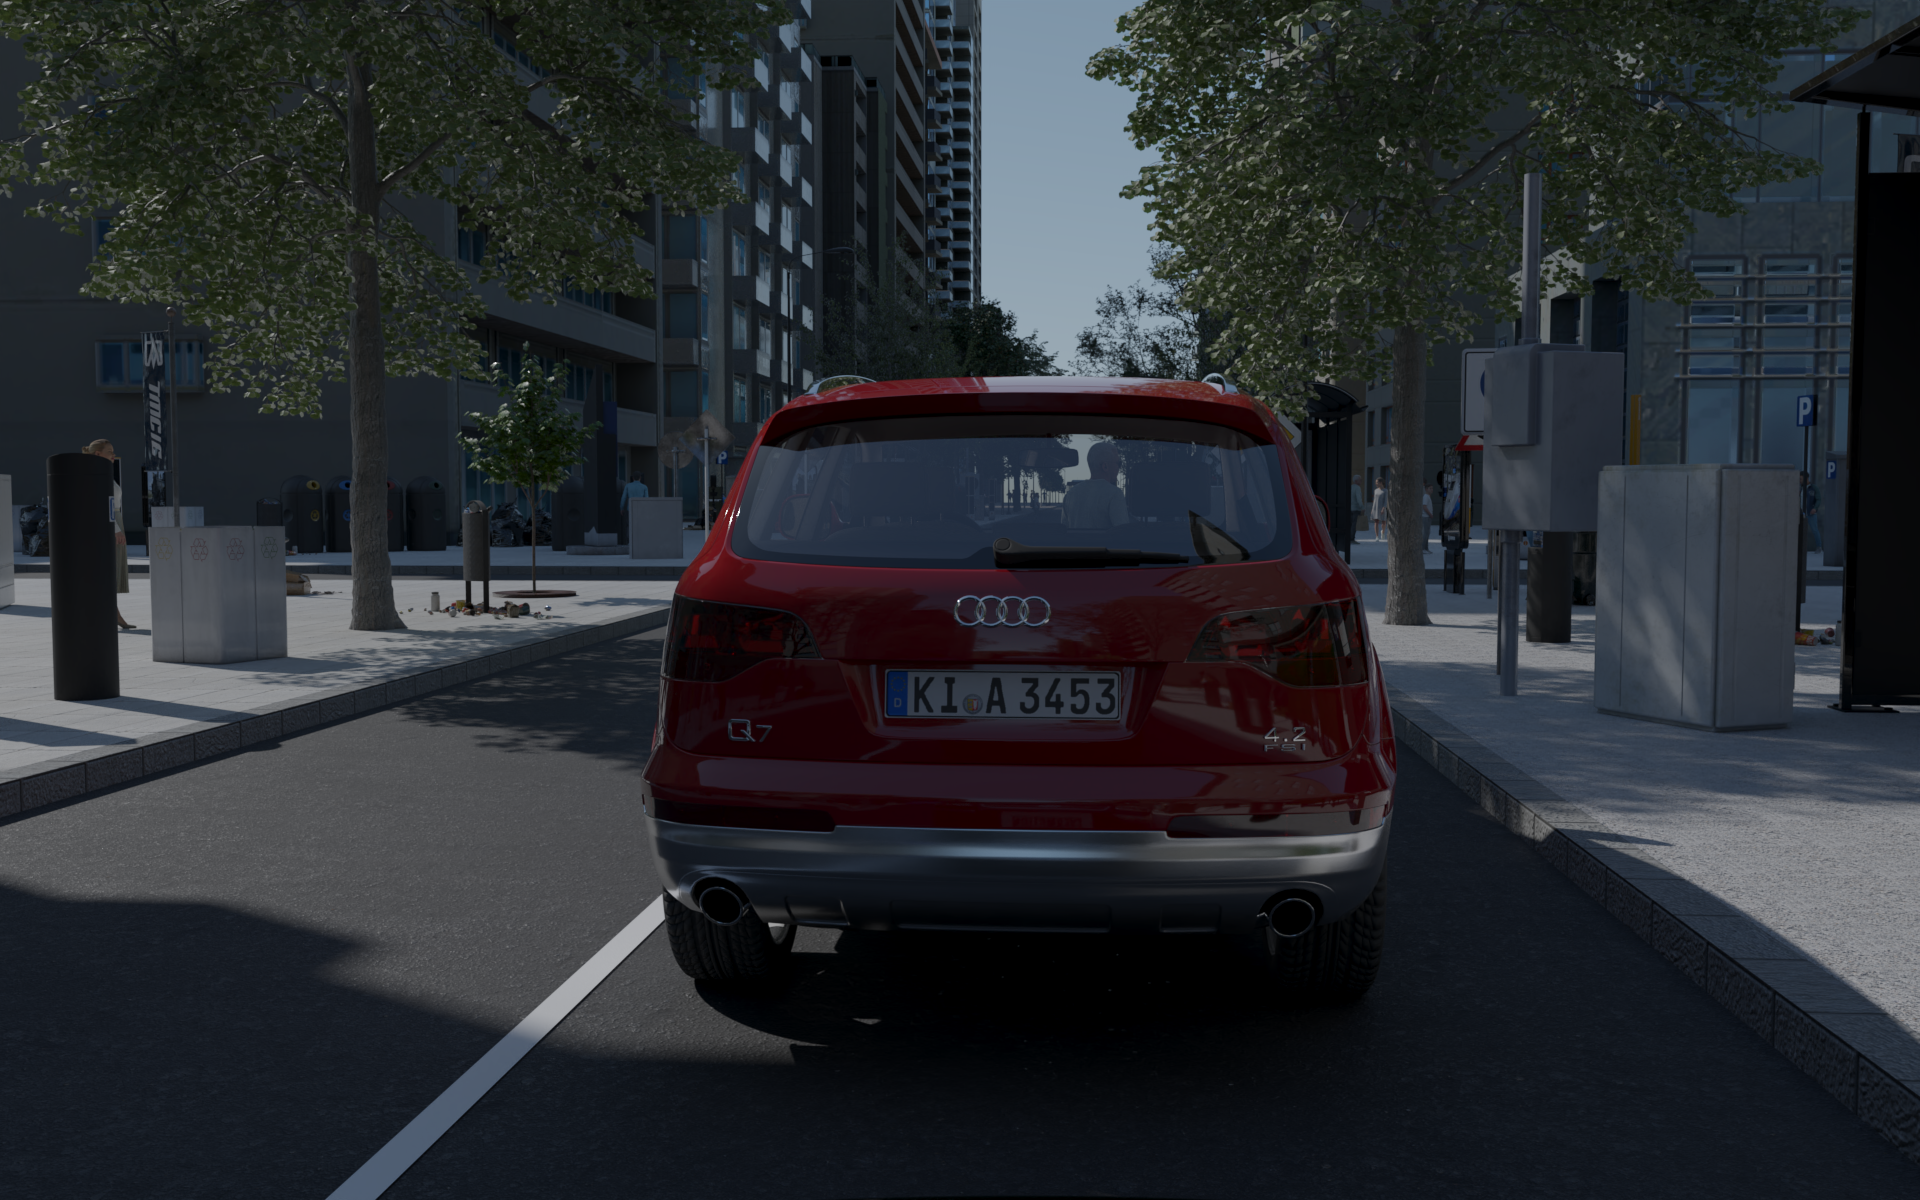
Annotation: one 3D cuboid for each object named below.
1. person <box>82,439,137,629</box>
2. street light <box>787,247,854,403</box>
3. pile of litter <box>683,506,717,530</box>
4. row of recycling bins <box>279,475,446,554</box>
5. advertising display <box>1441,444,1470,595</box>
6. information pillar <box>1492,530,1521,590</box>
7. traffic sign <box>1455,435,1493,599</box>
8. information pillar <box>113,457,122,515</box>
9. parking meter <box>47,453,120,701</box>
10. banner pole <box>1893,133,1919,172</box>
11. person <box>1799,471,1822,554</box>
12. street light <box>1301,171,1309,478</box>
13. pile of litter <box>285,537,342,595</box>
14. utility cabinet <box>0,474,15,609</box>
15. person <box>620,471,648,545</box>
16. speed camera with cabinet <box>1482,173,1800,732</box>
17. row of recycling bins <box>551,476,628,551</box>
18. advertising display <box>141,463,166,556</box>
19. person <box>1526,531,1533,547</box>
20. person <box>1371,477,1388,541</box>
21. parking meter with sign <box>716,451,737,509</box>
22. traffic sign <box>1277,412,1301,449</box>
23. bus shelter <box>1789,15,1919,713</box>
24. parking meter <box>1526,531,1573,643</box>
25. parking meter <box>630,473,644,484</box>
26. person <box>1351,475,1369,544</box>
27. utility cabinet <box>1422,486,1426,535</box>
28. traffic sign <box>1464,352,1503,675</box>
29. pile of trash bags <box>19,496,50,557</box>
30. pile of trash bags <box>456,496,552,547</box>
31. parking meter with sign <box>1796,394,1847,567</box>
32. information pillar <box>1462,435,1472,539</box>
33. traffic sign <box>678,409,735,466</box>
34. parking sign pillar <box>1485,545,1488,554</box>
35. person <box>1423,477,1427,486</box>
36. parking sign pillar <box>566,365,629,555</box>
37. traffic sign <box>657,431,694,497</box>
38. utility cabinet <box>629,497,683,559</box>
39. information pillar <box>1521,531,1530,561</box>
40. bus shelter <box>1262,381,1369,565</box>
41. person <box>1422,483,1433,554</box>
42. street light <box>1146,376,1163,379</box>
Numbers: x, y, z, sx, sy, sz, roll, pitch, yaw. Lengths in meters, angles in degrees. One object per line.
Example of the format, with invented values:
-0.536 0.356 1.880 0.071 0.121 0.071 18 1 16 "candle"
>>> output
-8.166 -0.618 16.377 0.641 1.798 0.478 -1 4 -12 "person"
-2.695 -3.685 32.789 1.470 5.913 1.316 0 4 5 "street light"
-9.068 -2.913 61.598 1.719 0.858 1.176 3 4 39 "pile of litter"
-13.233 -1.915 38.429 3.534 1.692 1.069 -2 4 -34 "row of recycling bins"
6.413 -1.053 22.433 0.123 1.923 0.974 0 4 2 "advertising display"
7.287 -1.141 23.154 0.304 2.012 0.304 1 4 14 "information pillar"
6.491 -1.294 21.169 0.884 2.594 0.081 1 4 9 "traffic sign"
-17.032 -1.849 34.727 0.304 2.012 0.304 1 4 17 "information pillar"
-5.497 -0.150 10.864 0.372 1.533 0.369 0 3 0 "parking meter"
6.095 -1.268 10.746 0.863 3.779 0.401 -1 4 -15 "banner pole"
18.205 -1.886 37.220 0.721 1.781 0.623 -3 5 -44 "person"
4.037 -3.086 22.996 1.470 5.913 1.316 0 4 5 "street light"
-8.800 -0.494 22.042 1.719 0.858 1.176 0 4 -6 "pile of litter"
-10.915 -0.661 19.484 0.318 1.500 1.173 -1 4 -21 "utility cabinet"
-7.656 -2.121 40.734 0.660 1.820 0.620 -1 4 -12 "person"
3.957 -0.971 10.217 0.660 3.252 2.038 -1 4 -21 "speed camera with cabinet"
-8.661 -2.039 40.456 1.069 1.692 3.534 0 4 8 "row of recycling bins"
-16.781 -1.888 36.082 0.123 1.923 0.974 0 4 -4 "advertising display"
10.071 -1.483 30.299 0.555 1.821 0.388 2 4 30 "person"
11.429 -2.469 47.164 0.466 1.731 0.760 1 4 17 "person"
-8.975 -4.443 68.907 0.543 3.016 1.738 -3 5 -44 "parking meter with sign"
4.262 -1.288 23.248 0.795 2.593 0.064 0 4 5 "traffic sign"
5.440 -0.967 7.096 1.731 3.624 6.357 0 4 5 "bus shelter"
5.119 -0.404 15.023 0.372 1.533 0.369 0 3 0 "parking meter"
-8.803 -2.543 47.281 0.255 1.863 0.399 1 4 20 "parking meter"
10.027 -2.289 43.948 0.515 1.767 0.782 -1 4 -15 "person"
11.671 -2.194 44.549 0.318 1.500 1.173 -1 4 -10 "utility cabinet"
3.840 -0.618 12.234 0.606 2.300 0.079 1 4 11 "traffic sign"
-19.061 -1.671 37.073 1.912 1.369 3.447 -2 4 -31 "pile of trash bags"
-10.696 -2.044 43.164 1.912 1.369 3.447 3 4 38 "pile of trash bags"
15.746 -2.101 30.607 1.738 3.016 0.543 0 4 -2 "parking meter with sign"
14.361 -3.533 49.125 0.183 3.616 0.504 0 4 -8 "information pillar"
-3.504 -1.328 23.906 0.795 2.593 0.064 0 4 5 "traffic sign"
11.948 -2.954 36.770 1.447 3.967 1.447 -2 4 -30 "parking sign pillar"
13.191 -2.667 50.006 0.532 1.782 0.716 -3 5 -42 "person"
-7.654 -2.956 36.799 1.447 3.967 1.447 -2 4 -24 "parking sign pillar"
-5.769 -2.144 35.165 0.768 2.556 0.104 0 4 5 "traffic sign"
-6.028 -1.417 34.338 1.020 1.237 0.306 -1 4 -22 "utility cabinet"
10.997 -1.771 33.455 0.304 2.012 0.304 3 5 41 "information pillar"
6.543 -2.445 33.894 2.014 3.302 5.546 0 4 5 "bus shelter"
9.994 -1.741 37.109 0.523 1.515 0.503 -1 4 -17 "person"
7.808 -5.838 67.995 1.470 5.913 1.316 0 4 5 "street light"
